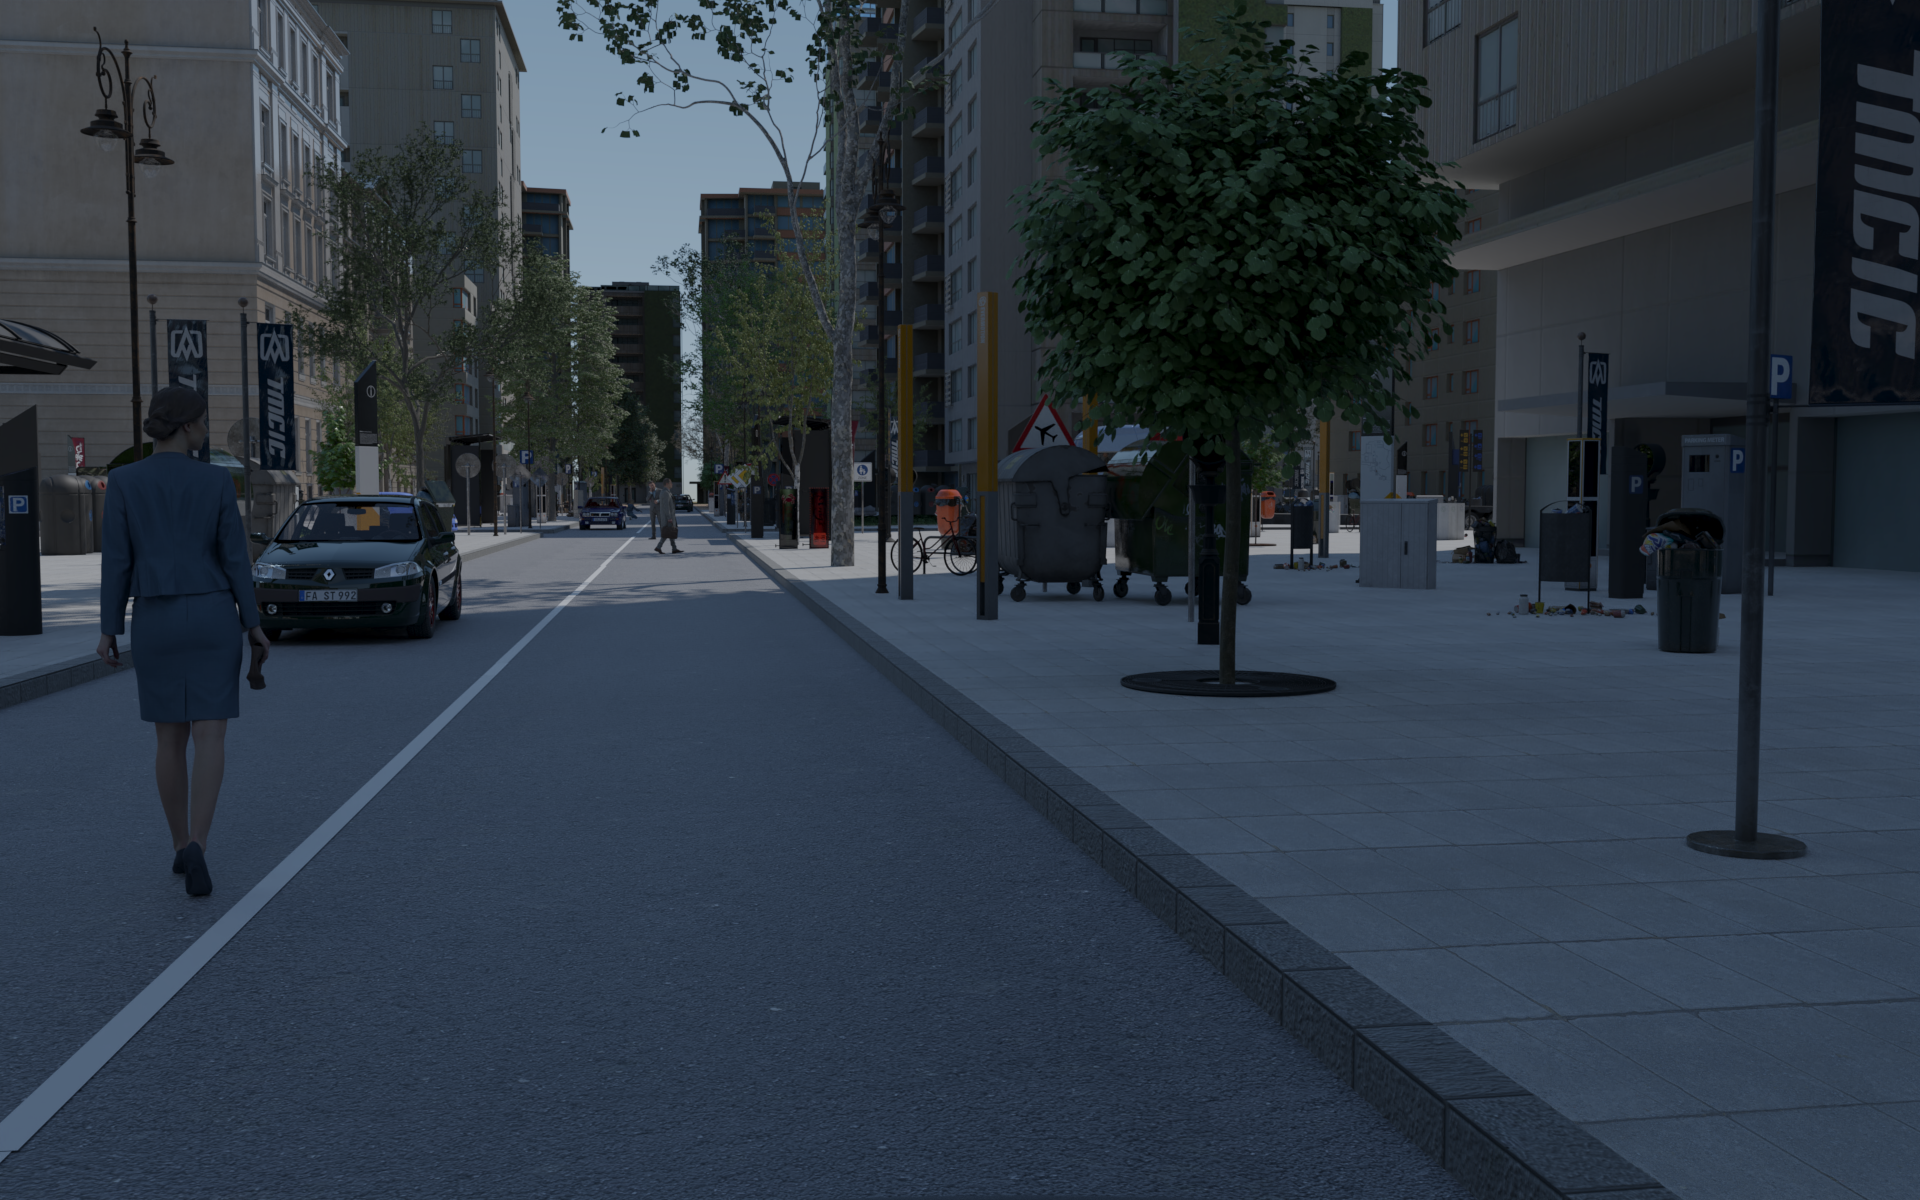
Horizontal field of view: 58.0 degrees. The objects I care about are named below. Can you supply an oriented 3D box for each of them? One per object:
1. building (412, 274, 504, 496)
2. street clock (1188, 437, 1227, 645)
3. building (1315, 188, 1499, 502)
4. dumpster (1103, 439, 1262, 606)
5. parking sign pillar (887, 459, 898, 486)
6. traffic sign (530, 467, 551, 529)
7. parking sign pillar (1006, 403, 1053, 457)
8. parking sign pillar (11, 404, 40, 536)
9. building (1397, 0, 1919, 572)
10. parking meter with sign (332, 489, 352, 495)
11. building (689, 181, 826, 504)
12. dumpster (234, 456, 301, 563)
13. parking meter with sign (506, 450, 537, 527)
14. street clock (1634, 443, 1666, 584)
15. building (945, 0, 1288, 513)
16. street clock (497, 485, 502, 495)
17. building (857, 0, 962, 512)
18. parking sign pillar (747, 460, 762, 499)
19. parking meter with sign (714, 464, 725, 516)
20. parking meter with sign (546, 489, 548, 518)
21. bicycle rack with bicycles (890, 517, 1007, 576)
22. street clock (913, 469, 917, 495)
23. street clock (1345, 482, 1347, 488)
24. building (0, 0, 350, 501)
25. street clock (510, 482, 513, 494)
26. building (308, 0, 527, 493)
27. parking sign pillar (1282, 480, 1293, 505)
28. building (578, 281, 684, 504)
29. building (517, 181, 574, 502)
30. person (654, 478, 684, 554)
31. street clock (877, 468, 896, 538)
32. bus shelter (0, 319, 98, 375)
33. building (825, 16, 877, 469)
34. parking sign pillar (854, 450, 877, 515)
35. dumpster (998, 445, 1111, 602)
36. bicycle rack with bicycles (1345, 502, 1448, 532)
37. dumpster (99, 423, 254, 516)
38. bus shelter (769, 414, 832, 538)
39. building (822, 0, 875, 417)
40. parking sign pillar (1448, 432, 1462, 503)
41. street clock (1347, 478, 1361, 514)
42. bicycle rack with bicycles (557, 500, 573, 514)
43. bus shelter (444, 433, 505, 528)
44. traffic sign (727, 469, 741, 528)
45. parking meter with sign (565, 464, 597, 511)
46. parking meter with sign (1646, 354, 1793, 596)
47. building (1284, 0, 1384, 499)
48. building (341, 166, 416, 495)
[{"bbox_3d":[-54.908,-18.567,148.616,27.650,21.520,28.899,-1,4,-9],"label":"building"},{"bbox_3d":[2.128,-0.623,14.764,0.471,2.002,0.358,1,4,9],"label":"street clock"},{"bbox_3d":[38.669,-15.372,96.378,28.899,21.520,27.650,-1,4,-9],"label":"building"},{"bbox_3d":[2.607,-1.110,20.637,1.502,2.255,1.985,-1,4,-9],"label":"dumpster"},{"bbox_3d":[-3.467,-6.559,95.704,1.447,3.967,1.447,1,4,15],"label":"parking sign pillar"},{"bbox_3d":[-15.551,-3.700,64.132,0.795,2.450,0.064,-1,4,-9],"label":"traffic sign"},{"bbox_3d":[1.999,-3.750,49.786,1.447,3.967,1.447,0,4,-6],"label":"parking sign pillar"},{"bbox_3d":[-28.301,-3.881,51.919,1.447,3.967,1.447,-1,4,-16],"label":"parking sign pillar"},{"bbox_3d":[25.730,-26.949,29.858,28.713,52.752,27.495,-1,4,-9],"label":"building"},{"bbox_3d":[-24.503,-4.425,68.616,1.738,3.016,0.543,-3,5,-40],"label":"parking meter with sign"},{"bbox_3d":[-23.906,-36.123,245.232,28.867,44.769,22.147,-1,4,-9],"label":"building"},{"bbox_3d":[-11.201,-1.314,27.242,1.264,1.857,1.865,-1,4,-9],"label":"dumpster"},{"bbox_3d":[-17.295,-4.390,68.035,0.543,3.016,1.738,0,4,6],"label":"parking meter with sign"},{"bbox_3d":[9.805,-1.233,24.734,0.358,2.002,0.471,-1,4,-22],"label":"street clock"},{"bbox_3d":[7.081,-24.554,85.058,14.086,41.232,14.154,-1,4,-9],"label":"building"},{"bbox_3d":[-35.663,-7.907,133.842,0.471,2.002,0.358,-1,4,-10],"label":"street clock"},{"bbox_3d":[4.548,-28.383,118.693,22.147,44.769,28.867,-1,4,-9],"label":"building"},{"bbox_3d":[-12.214,-7.070,104.073,1.447,3.967,1.447,3,4,39],"label":"parking sign pillar"},{"bbox_3d":[-14.062,-6.452,101.752,0.543,3.016,1.738,0,4,-2],"label":"parking meter with sign"},{"bbox_3d":[-23.419,-6.018,94.663,1.738,3.016,0.543,0,4,-2],"label":"parking meter with sign"},{"bbox_3d":[0.707,-0.878,27.738,2.925,0.926,2.852,3,4,36],"label":"bicycle rack with bicycles"},{"bbox_3d":[-1.409,-2.611,47.254,0.471,2.002,0.358,0,4,4],"label":"street clock"},{"bbox_3d":[20.166,-5.193,89.471,0.358,2.002,0.471,-3,5,-44],"label":"street clock"},{"bbox_3d":[-37.068,-18.037,80.815,13.634,28.700,20.117,-1,4,-9],"label":"building"},{"bbox_3d":[-23.322,-5.280,90.896,0.358,2.002,0.471,3,5,44],"label":"street clock"},{"bbox_3d":[-60.988,-36.381,184.065,27.495,52.752,28.713,-1,4,-9],"label":"building"},{"bbox_3d":[23.692,-8.438,126.441,1.447,3.967,1.447,-1,4,-18],"label":"parking sign pillar"},{"bbox_3d":[-45.366,-28.565,238.742,14.107,30.474,14.160,-1,4,-9],"label":"building"},{"bbox_3d":[-67.971,-35.653,237.548,28.867,44.769,22.147,-1,4,-9],"label":"building"},{"bbox_3d":[-6.970,-2.011,41.486,0.767,1.812,0.694,-1,4,-18],"label":"person"},{"bbox_3d":[-2.006,-2.619,47.395,0.471,2.002,0.358,2,4,32],"label":"street clock"},{"bbox_3d":[-10.777,-1.456,17.727,2.014,3.302,5.546,-1,4,-9],"label":"bus shelter"},{"bbox_3d":[-4.258,-28.727,153.275,14.154,41.232,14.086,-1,4,-9],"label":"building"},{"bbox_3d":[-5.772,-7.122,104.912,1.447,3.967,1.447,-3,5,-40],"label":"parking sign pillar"},{"bbox_3d":[1.085,-0.949,21.279,1.264,1.857,1.865,-1,4,-9],"label":"dumpster"},{"bbox_3d":[14.270,-2.668,57.006,2.852,0.926,2.925,0,4,-8],"label":"bicycle rack with bicycles"},{"bbox_3d":[-10.516,-1.272,23.298,1.502,2.255,1.985,-1,4,-9],"label":"dumpster"},{"bbox_3d":[-4.885,-3.815,53.656,1.731,3.624,6.357,-1,4,-9],"label":"bus shelter"},{"bbox_3d":[-6.242,-53.623,189.401,22.319,86.520,31.000,-1,4,-9],"label":"building"},{"bbox_3d":[21.536,-5.314,75.358,1.447,3.967,1.447,1,4,23],"label":"parking sign pillar"},{"bbox_3d":[18.252,-4.610,79.949,0.471,2.002,0.358,0,4,-1],"label":"street clock"},{"bbox_3d":[-26.819,-6.148,113.901,2.852,0.926,2.925,-3,4,-38],"label":"bicycle rack with bicycles"},{"bbox_3d":[-19.366,-4.775,69.351,1.731,3.624,6.357,-1,4,-9],"label":"bus shelter"},{"bbox_3d":[-8.397,-3.769,65.270,0.795,2.450,0.064,-1,4,-9],"label":"traffic sign"},{"bbox_3d":[-22.309,-6.462,101.915,0.543,3.016,1.738,3,5,43],"label":"parking meter with sign"},{"bbox_3d":[9.763,-1.601,22.436,0.543,3.016,1.738,-2,4,-34],"label":"parking meter with sign"},{"bbox_3d":[32.193,-40.360,201.884,28.212,58.520,21.231,-1,4,-9],"label":"building"},{"bbox_3d":[-41.916,-17.672,108.018,14.460,24.649,34.723,-1,4,-9],"label":"building"}]
